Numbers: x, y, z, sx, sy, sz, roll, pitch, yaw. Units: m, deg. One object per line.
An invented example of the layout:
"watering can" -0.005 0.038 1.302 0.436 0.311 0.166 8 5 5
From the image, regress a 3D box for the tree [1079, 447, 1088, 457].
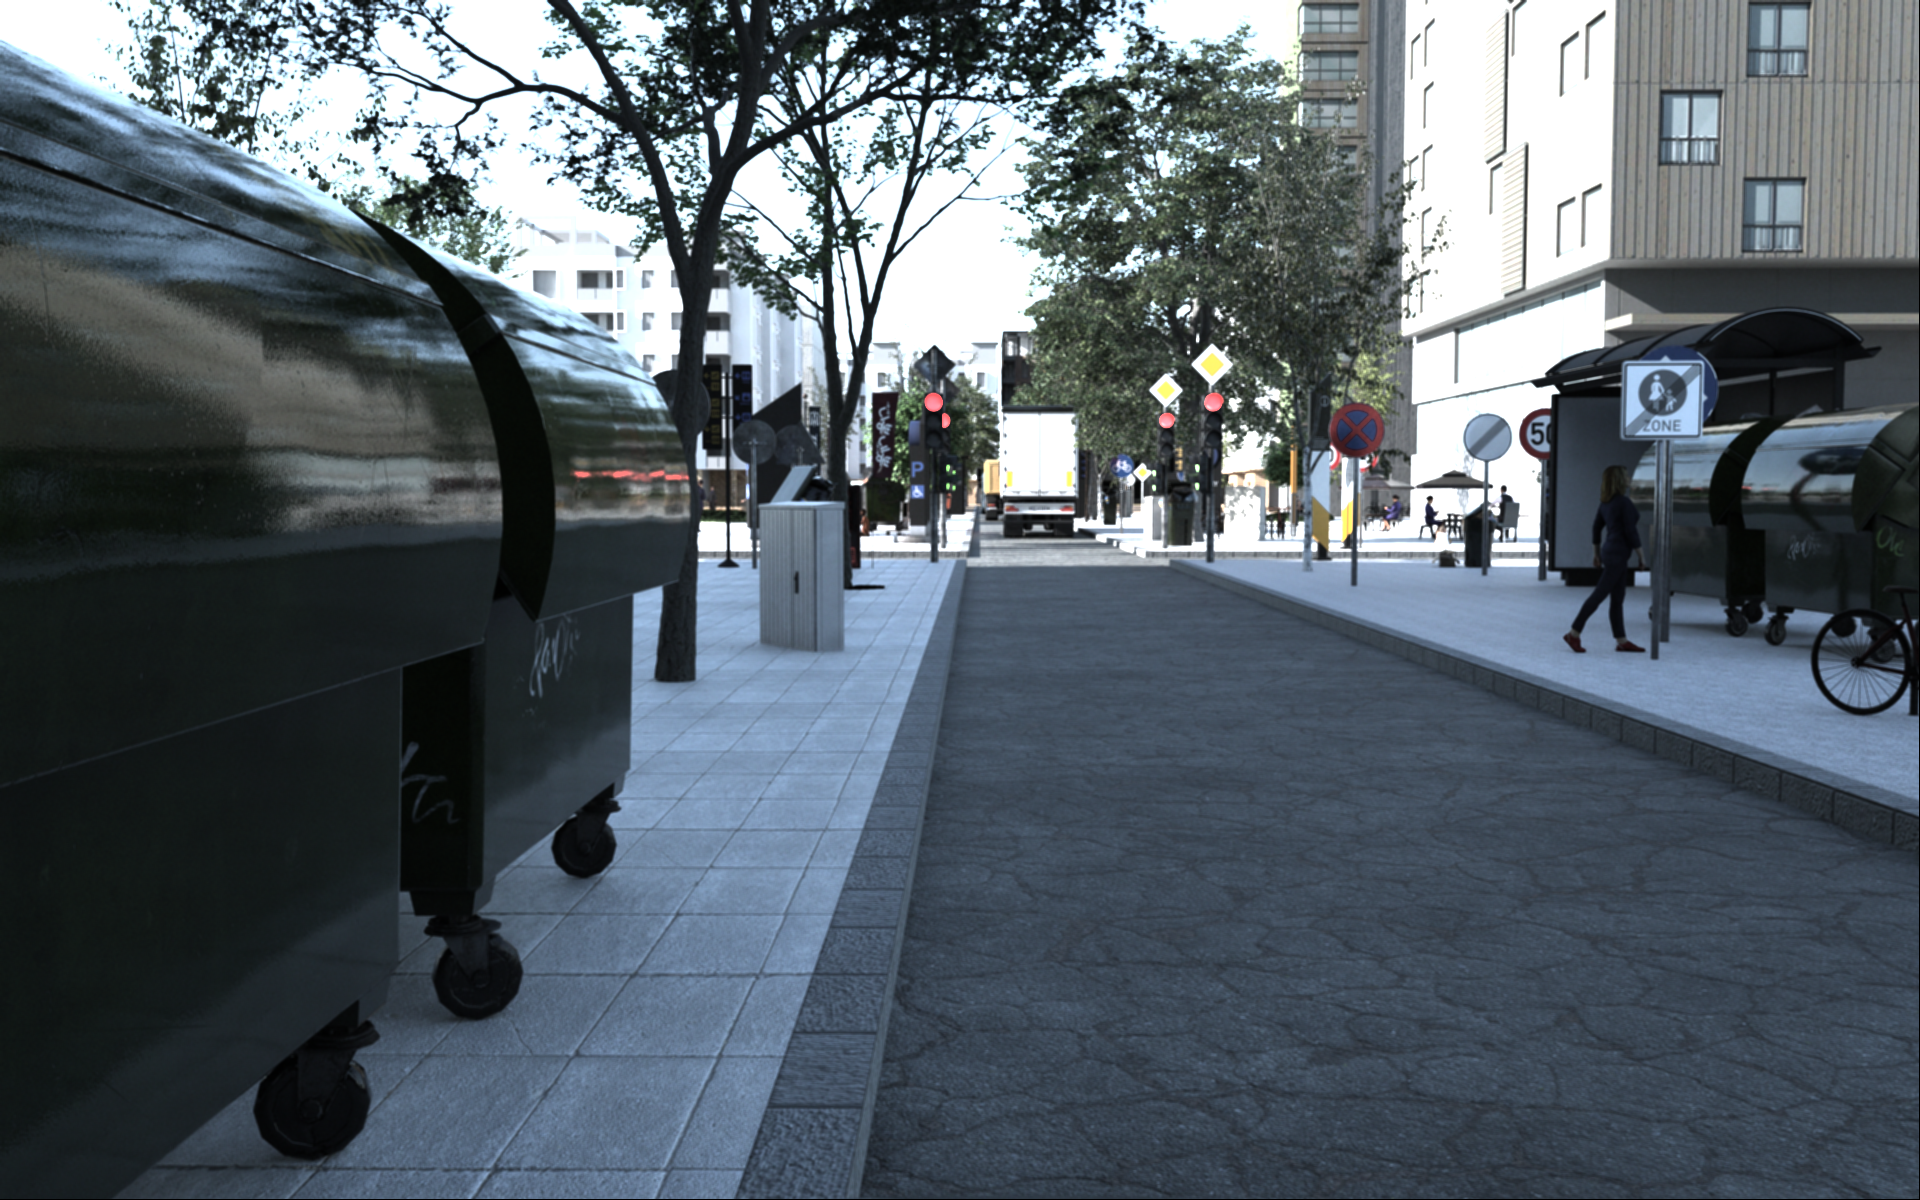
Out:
"tree" 6.373 -9.429 104.532 4.737 8.622 4.395 0 3 0

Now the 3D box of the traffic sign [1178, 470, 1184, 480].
"traffic sign" 8.869 -4.118 67.434 0.768 2.556 0.104 0 4 7

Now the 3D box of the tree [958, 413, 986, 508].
"tree" 0.236 -12.562 155.743 4.737 8.622 4.395 0 3 0

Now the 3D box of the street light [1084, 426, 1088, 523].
"street light" 5.662 -6.400 77.424 0.468 5.910 1.993 0 4 1

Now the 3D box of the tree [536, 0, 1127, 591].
"tree" -1.503 -5.963 23.253 9.928 11.665 9.643 0 3 0

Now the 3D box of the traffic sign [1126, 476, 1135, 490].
"traffic sign" 10.490 -6.573 107.576 0.768 2.556 0.104 0 4 7

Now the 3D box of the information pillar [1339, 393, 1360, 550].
"information pillar" 9.041 -2.978 40.048 0.183 3.616 0.504 -2 4 -33

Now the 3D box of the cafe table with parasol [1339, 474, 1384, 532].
"cafe table with parasol" 14.241 -3.321 59.161 2.610 1.966 2.610 0 4 6

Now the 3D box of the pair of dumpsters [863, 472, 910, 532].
"pair of dumpsters" -2.602 -3.571 60.882 1.574 2.255 4.437 0 4 1

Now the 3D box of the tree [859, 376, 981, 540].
"tree" -1.123 -3.945 48.209 4.285 4.588 4.351 0 3 0

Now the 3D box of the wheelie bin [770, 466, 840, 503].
"wheelie bin" -1.757 -0.706 19.456 0.693 1.594 0.980 -2 4 -28

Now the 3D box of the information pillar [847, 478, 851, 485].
"information pillar" -5.257 -4.644 80.424 0.304 2.012 0.304 3 5 42

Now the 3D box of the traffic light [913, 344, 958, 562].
"traffic light" -0.464 -2.662 32.447 0.839 4.253 0.868 0 4 1

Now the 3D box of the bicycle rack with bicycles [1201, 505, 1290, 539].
"bicycle rack with bicycles" 8.254 -2.246 50.111 2.852 0.926 2.925 1 4 10

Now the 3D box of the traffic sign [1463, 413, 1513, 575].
"traffic sign" 8.287 -1.662 27.283 0.768 2.556 0.104 0 4 4

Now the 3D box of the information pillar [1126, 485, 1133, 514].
"information pillar" 11.027 -6.567 111.865 0.304 2.012 0.304 1 4 14

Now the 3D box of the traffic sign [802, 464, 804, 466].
"traffic sign" -4.601 -2.874 47.099 0.768 2.556 0.104 1 4 10

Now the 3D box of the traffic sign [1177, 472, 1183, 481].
"traffic sign" 9.885 -4.633 75.849 0.768 2.556 0.104 0 4 7

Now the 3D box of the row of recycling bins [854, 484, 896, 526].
"row of recycling bins" -3.706 -3.946 71.624 1.069 1.692 3.534 -2 4 -30

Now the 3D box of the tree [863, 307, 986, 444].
"tree" -1.247 -7.271 69.237 4.360 8.622 3.978 0 3 0

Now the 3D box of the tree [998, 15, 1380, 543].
"tree" 6.061 -8.502 45.671 9.857 13.997 8.962 0 3 0

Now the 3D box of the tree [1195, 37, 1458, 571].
"tree" 5.779 -4.766 28.291 4.360 8.622 3.978 0 3 0

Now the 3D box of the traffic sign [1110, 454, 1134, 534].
"traffic sign" 5.144 -3.365 55.125 0.768 2.556 0.104 1 4 9

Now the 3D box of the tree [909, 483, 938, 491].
"tree" -1.512 -4.312 65.108 1.663 3.219 1.824 0 3 0

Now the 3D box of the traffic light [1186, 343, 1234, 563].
"traffic light" 4.677 -2.660 32.406 0.839 4.253 0.868 0 4 1

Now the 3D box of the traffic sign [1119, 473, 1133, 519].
"traffic sign" 8.659 -5.535 90.610 0.768 2.556 0.104 1 4 9

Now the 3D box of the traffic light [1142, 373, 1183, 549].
"traffic light" 4.766 -3.148 40.390 0.839 4.253 0.868 0 4 1

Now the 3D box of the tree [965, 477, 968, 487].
"tree" -0.087 -11.064 175.491 1.663 3.219 1.824 0 3 0

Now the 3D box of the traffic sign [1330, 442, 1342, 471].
"traffic sign" 8.400 -2.439 39.976 0.768 2.556 0.104 1 4 10

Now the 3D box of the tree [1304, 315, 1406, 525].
"tree" 16.539 -7.417 71.638 4.737 8.622 4.395 0 3 0

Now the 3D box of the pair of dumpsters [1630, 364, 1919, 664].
"pair of dumpsters" 7.418 -0.768 15.055 1.574 2.255 4.437 0 4 1

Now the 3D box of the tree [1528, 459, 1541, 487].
"tree" 17.149 -3.317 48.838 1.663 3.219 1.824 0 3 0

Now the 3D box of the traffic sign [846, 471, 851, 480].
"traffic sign" -4.579 -4.028 65.857 0.884 2.594 0.081 1 4 9

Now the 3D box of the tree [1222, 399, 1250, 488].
"tree" 16.543 -9.901 112.237 4.737 8.622 4.395 0 3 0

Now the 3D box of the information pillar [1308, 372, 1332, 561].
"information pillar" 6.921 -2.569 33.351 0.504 3.616 0.183 -1 4 -23

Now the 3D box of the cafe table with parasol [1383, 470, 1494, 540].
"cafe table with parasol" 13.846 -2.675 48.598 2.610 1.966 2.610 -2 4 -25

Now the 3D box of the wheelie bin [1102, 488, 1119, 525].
"wheelie bin" 6.260 -3.926 72.096 0.693 1.594 0.980 0 4 5

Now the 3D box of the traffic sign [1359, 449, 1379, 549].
"traffic sign" 9.408 -2.477 40.611 0.768 2.556 0.104 1 4 9

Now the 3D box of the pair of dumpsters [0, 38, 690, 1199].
"pair of dumpsters" -1.688 -0.075 3.727 1.574 2.255 4.437 0 4 1

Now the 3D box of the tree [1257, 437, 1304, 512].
"tree" 17.010 -6.452 89.196 4.285 4.588 4.351 0 3 0

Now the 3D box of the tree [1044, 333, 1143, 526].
"tree" 5.465 -7.267 69.176 4.360 8.622 3.978 0 3 0

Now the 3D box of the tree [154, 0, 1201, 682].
"tree" -1.886 -4.701 11.276 8.767 10.594 7.601 -1 4 -16

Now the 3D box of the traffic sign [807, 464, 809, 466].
"traffic sign" -4.661 -3.196 52.357 0.768 2.556 0.104 0 4 7

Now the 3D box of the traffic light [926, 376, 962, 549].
"traffic light" -0.375 -3.150 40.431 0.839 4.253 0.868 0 4 1

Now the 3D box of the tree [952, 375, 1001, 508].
"tree" 0.892 -15.121 165.350 7.486 12.596 7.792 0 3 0

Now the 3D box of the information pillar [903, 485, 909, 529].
"information pillar" -2.029 -3.596 63.293 0.304 2.012 0.304 0 4 5

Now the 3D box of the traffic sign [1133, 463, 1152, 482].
"traffic sign" 7.772 -4.518 73.605 0.795 2.593 0.064 0 4 5

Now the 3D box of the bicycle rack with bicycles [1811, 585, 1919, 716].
"bicycle rack with bicycles" 6.653 0.243 9.402 2.852 0.926 2.925 -2 4 -24

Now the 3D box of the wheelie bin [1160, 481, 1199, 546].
"wheelie bin" 5.458 -2.141 42.920 0.980 1.594 0.693 -1 4 -14

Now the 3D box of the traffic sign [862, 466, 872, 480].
"traffic sign" -4.135 -4.886 79.992 0.768 2.556 0.104 0 4 6

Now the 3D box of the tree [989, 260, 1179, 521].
"tree" 6.566 -10.206 83.870 9.611 12.733 9.660 0 3 0

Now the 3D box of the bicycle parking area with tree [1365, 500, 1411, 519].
"bicycle parking area with tree" 26.019 -6.221 88.722 9.016 4.147 8.231 -1 4 -19

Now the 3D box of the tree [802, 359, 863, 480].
"tree" -7.303 -8.848 95.028 4.360 8.622 3.978 0 3 0

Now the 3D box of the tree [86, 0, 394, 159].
"tree" -8.822 -4.279 20.328 4.360 8.622 3.978 0 3 0
